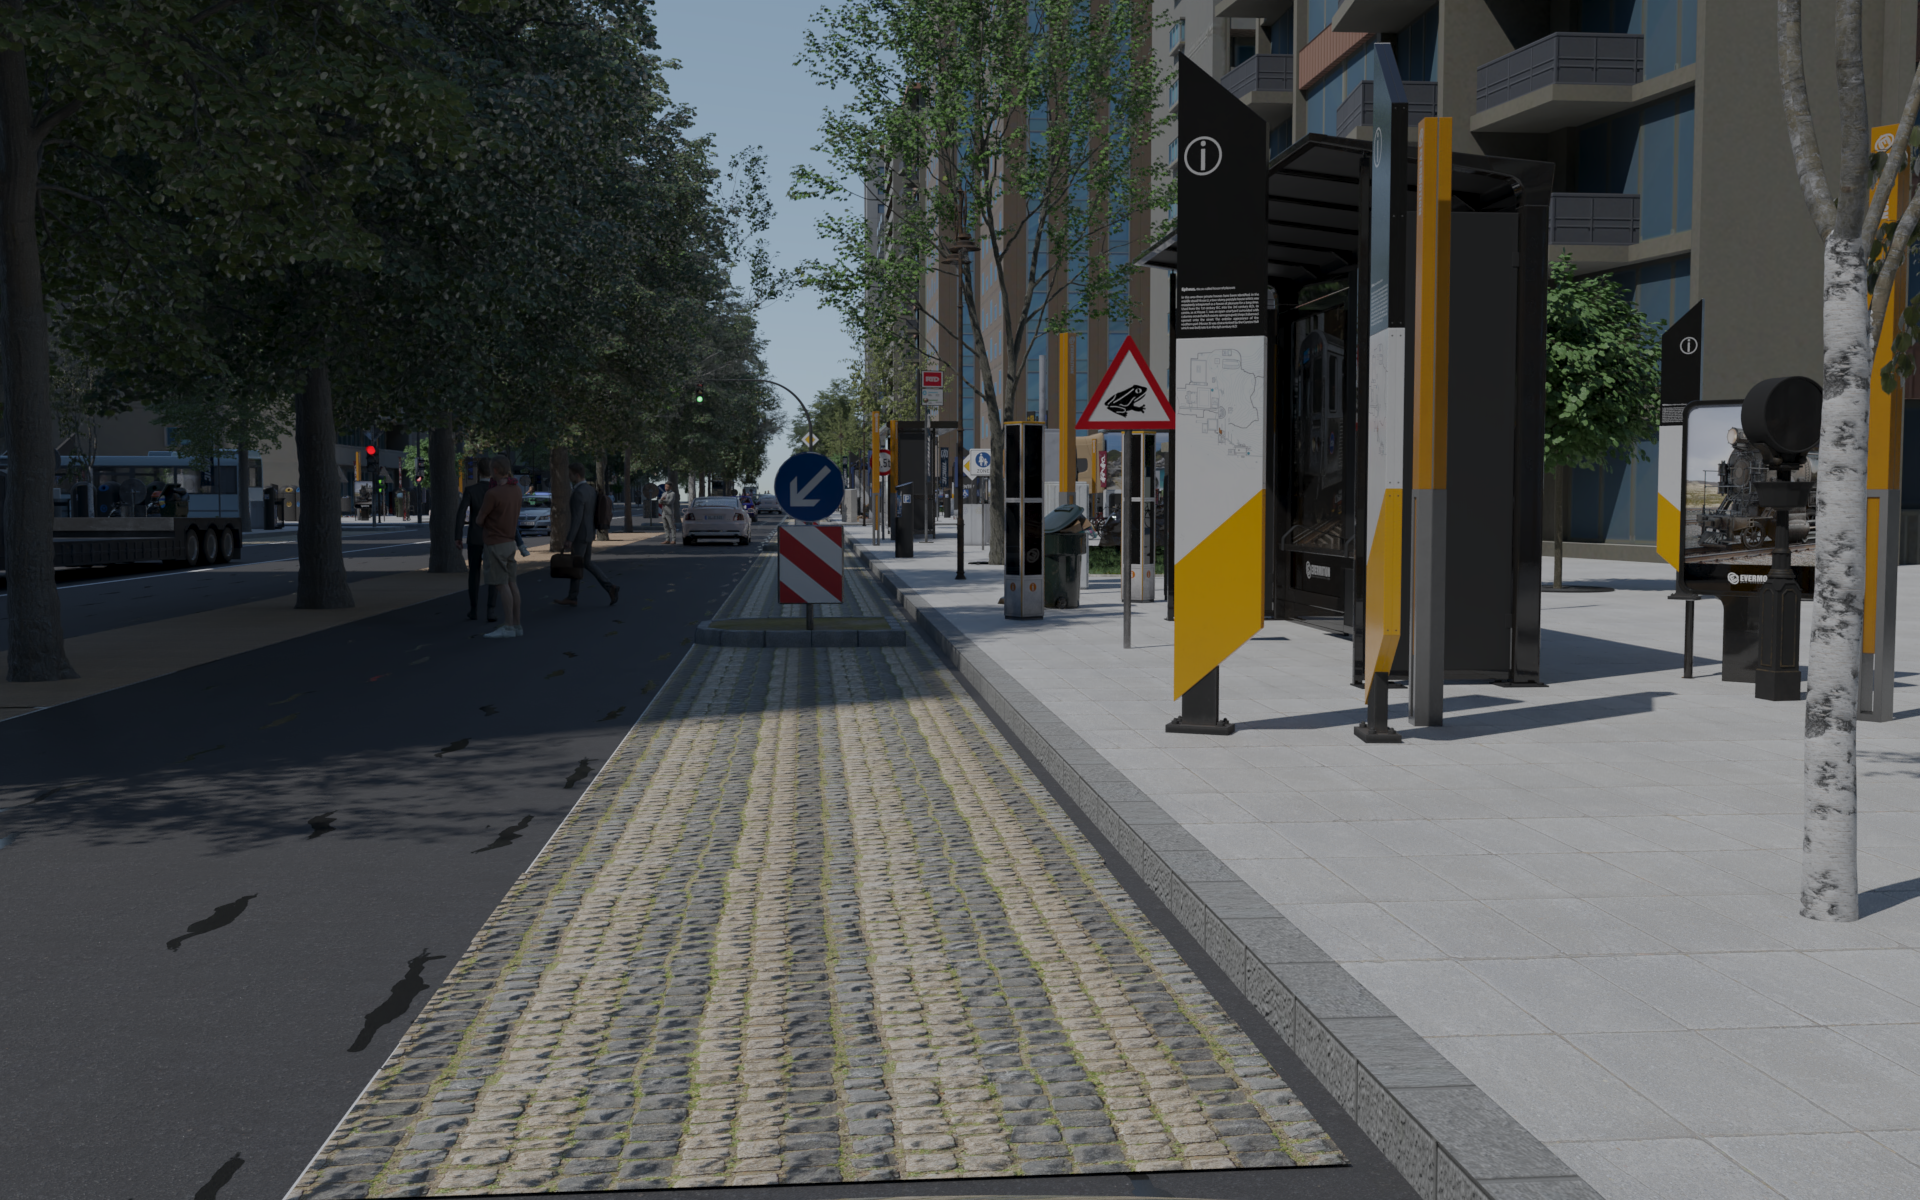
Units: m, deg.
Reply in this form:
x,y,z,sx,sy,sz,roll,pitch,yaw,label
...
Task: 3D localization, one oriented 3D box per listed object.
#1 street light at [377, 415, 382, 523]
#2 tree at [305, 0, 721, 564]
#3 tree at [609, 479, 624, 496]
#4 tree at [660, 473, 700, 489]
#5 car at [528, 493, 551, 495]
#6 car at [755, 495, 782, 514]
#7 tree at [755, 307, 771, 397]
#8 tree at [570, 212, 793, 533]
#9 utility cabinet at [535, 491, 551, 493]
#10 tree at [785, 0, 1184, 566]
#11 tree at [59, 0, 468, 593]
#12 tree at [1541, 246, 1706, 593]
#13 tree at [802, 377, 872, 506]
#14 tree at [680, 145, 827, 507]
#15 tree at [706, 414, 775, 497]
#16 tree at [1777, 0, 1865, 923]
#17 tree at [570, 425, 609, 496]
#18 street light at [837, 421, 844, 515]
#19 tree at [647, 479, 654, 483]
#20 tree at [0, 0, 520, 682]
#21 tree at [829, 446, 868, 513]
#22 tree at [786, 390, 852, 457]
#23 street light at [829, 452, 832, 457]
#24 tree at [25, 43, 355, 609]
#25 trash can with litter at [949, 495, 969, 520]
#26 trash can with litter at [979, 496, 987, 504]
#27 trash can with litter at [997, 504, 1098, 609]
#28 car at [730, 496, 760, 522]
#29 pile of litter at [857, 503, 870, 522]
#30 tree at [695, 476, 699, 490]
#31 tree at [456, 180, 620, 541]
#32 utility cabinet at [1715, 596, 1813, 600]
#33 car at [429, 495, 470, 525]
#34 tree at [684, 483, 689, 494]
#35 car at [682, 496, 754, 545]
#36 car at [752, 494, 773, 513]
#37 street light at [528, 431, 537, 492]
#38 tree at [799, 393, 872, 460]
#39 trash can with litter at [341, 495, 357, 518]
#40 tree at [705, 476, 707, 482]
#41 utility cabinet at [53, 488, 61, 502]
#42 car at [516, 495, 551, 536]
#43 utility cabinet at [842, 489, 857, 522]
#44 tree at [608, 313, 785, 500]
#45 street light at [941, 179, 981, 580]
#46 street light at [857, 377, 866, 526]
x,y,z,sx,sy,sz,roll,pitch,yaw,label
-25.687,-6.341,76.469,0.468,5.910,1.993,0,4,-5,street light
-9.753,-8.136,42.135,9.857,13.997,8.962,0,3,0,tree
-35.926,-11.476,182.230,1.663,3.219,1.824,0,3,0,tree
-43.710,-21.126,263.542,7.486,12.596,7.792,0,3,0,tree
-20.138,-4.468,82.643,1.945,1.707,3.694,0,4,-4,car
-13.794,-6.901,125.185,2.083,1.381,4.827,0,4,-5,car
-13.240,-10.452,79.998,9.857,13.997,8.962,0,3,0,tree
-12.217,-9.202,63.277,12.009,13.543,11.850,0,3,0,tree
-31.331,-7.431,130.169,1.173,1.500,0.318,-3,5,-39,utility cabinet
0.733,-6.453,31.260,9.928,11.665,9.643,0,3,0,tree
-9.318,-7.457,31.033,9.857,13.997,8.962,0,3,0,tree
7.963,-2.410,23.120,4.285,4.588,4.351,0,3,0,tree
-11.437,-15.317,168.566,7.486,12.596,7.792,0,3,0,tree
-13.228,-14.330,92.647,12.611,20.169,13.585,0,3,0,tree
-18.688,-12.308,138.099,8.767,10.594,7.601,0,4,-5,tree
2.857,-3.336,4.907,4.360,8.622,3.978,0,3,0,tree
-33.670,-15.188,165.338,9.611,12.733,9.660,0,3,0,tree
-7.405,-8.260,107.842,0.468,5.910,1.993,0,4,-5,street light
-38.164,-13.329,212.522,1.663,3.219,1.824,0,3,0,tree
-6.945,-5.623,12.521,7.486,12.596,7.792,0,3,0,tree
-7.612,-8.322,119.777,4.285,4.588,4.351,0,3,0,tree
-16.826,-18.797,213.992,9.857,13.997,8.962,0,3,0,tree
-11.232,-10.929,151.482,0.468,5.910,1.993,0,4,-5,street light
-7.939,-6.854,21.179,9.857,13.997,8.962,0,3,0,tree
0.562,-4.648,87.054,2.233,1.210,1.678,0,4,-3,trash can with litter
1.413,-4.391,83.173,1.055,1.170,0.624,0,4,6,trash can with litter
0.972,-0.484,19.297,1.055,1.170,0.624,-3,5,-40,trash can with litter
-11.412,-4.738,90.039,1.945,1.354,3.894,0,4,-5,car
-4.528,-4.563,88.573,1.176,0.858,1.719,-1,4,-19,pile of litter
-46.266,-21.578,303.162,4.737,8.622,4.395,0,3,0,tree
-10.967,-7.593,52.354,9.928,11.665,9.643,0,3,0,tree
9.773,-0.745,20.860,1.173,1.500,0.318,1,4,14,utility cabinet
-23.954,-4.282,82.367,2.083,1.381,4.827,0,4,-6,car
-44.569,-17.623,282.730,1.663,3.219,1.824,0,3,0,tree
-6.973,-2.291,49.819,2.083,1.381,4.827,0,4,-6,car
-15.130,-7.300,131.156,2.131,1.459,4.920,0,4,-4,car
-29.484,-8.989,119.765,0.468,5.910,1.993,0,4,-5,street light
-11.361,-13.705,158.487,7.601,10.594,8.767,0,4,6,tree
-33.146,-5.102,94.483,2.233,1.210,1.678,0,4,1,trash can with litter
-45.667,-22.995,294.090,7.486,12.596,7.792,0,3,0,tree
-34.816,-3.492,65.778,1.173,1.500,0.318,-1,4,-20,utility cabinet
-14.810,-2.953,60.291,2.014,1.417,4.499,0,4,-7,car
-4.978,-4.225,77.757,0.318,1.500,1.173,-2,4,-25,utility cabinet
-15.510,-11.281,103.906,9.611,12.733,9.660,0,3,0,tree
0.008,-3.245,25.838,0.468,5.910,1.993,0,4,-5,street light
-3.803,-5.864,68.669,0.468,5.910,1.993,0,4,-5,street light
